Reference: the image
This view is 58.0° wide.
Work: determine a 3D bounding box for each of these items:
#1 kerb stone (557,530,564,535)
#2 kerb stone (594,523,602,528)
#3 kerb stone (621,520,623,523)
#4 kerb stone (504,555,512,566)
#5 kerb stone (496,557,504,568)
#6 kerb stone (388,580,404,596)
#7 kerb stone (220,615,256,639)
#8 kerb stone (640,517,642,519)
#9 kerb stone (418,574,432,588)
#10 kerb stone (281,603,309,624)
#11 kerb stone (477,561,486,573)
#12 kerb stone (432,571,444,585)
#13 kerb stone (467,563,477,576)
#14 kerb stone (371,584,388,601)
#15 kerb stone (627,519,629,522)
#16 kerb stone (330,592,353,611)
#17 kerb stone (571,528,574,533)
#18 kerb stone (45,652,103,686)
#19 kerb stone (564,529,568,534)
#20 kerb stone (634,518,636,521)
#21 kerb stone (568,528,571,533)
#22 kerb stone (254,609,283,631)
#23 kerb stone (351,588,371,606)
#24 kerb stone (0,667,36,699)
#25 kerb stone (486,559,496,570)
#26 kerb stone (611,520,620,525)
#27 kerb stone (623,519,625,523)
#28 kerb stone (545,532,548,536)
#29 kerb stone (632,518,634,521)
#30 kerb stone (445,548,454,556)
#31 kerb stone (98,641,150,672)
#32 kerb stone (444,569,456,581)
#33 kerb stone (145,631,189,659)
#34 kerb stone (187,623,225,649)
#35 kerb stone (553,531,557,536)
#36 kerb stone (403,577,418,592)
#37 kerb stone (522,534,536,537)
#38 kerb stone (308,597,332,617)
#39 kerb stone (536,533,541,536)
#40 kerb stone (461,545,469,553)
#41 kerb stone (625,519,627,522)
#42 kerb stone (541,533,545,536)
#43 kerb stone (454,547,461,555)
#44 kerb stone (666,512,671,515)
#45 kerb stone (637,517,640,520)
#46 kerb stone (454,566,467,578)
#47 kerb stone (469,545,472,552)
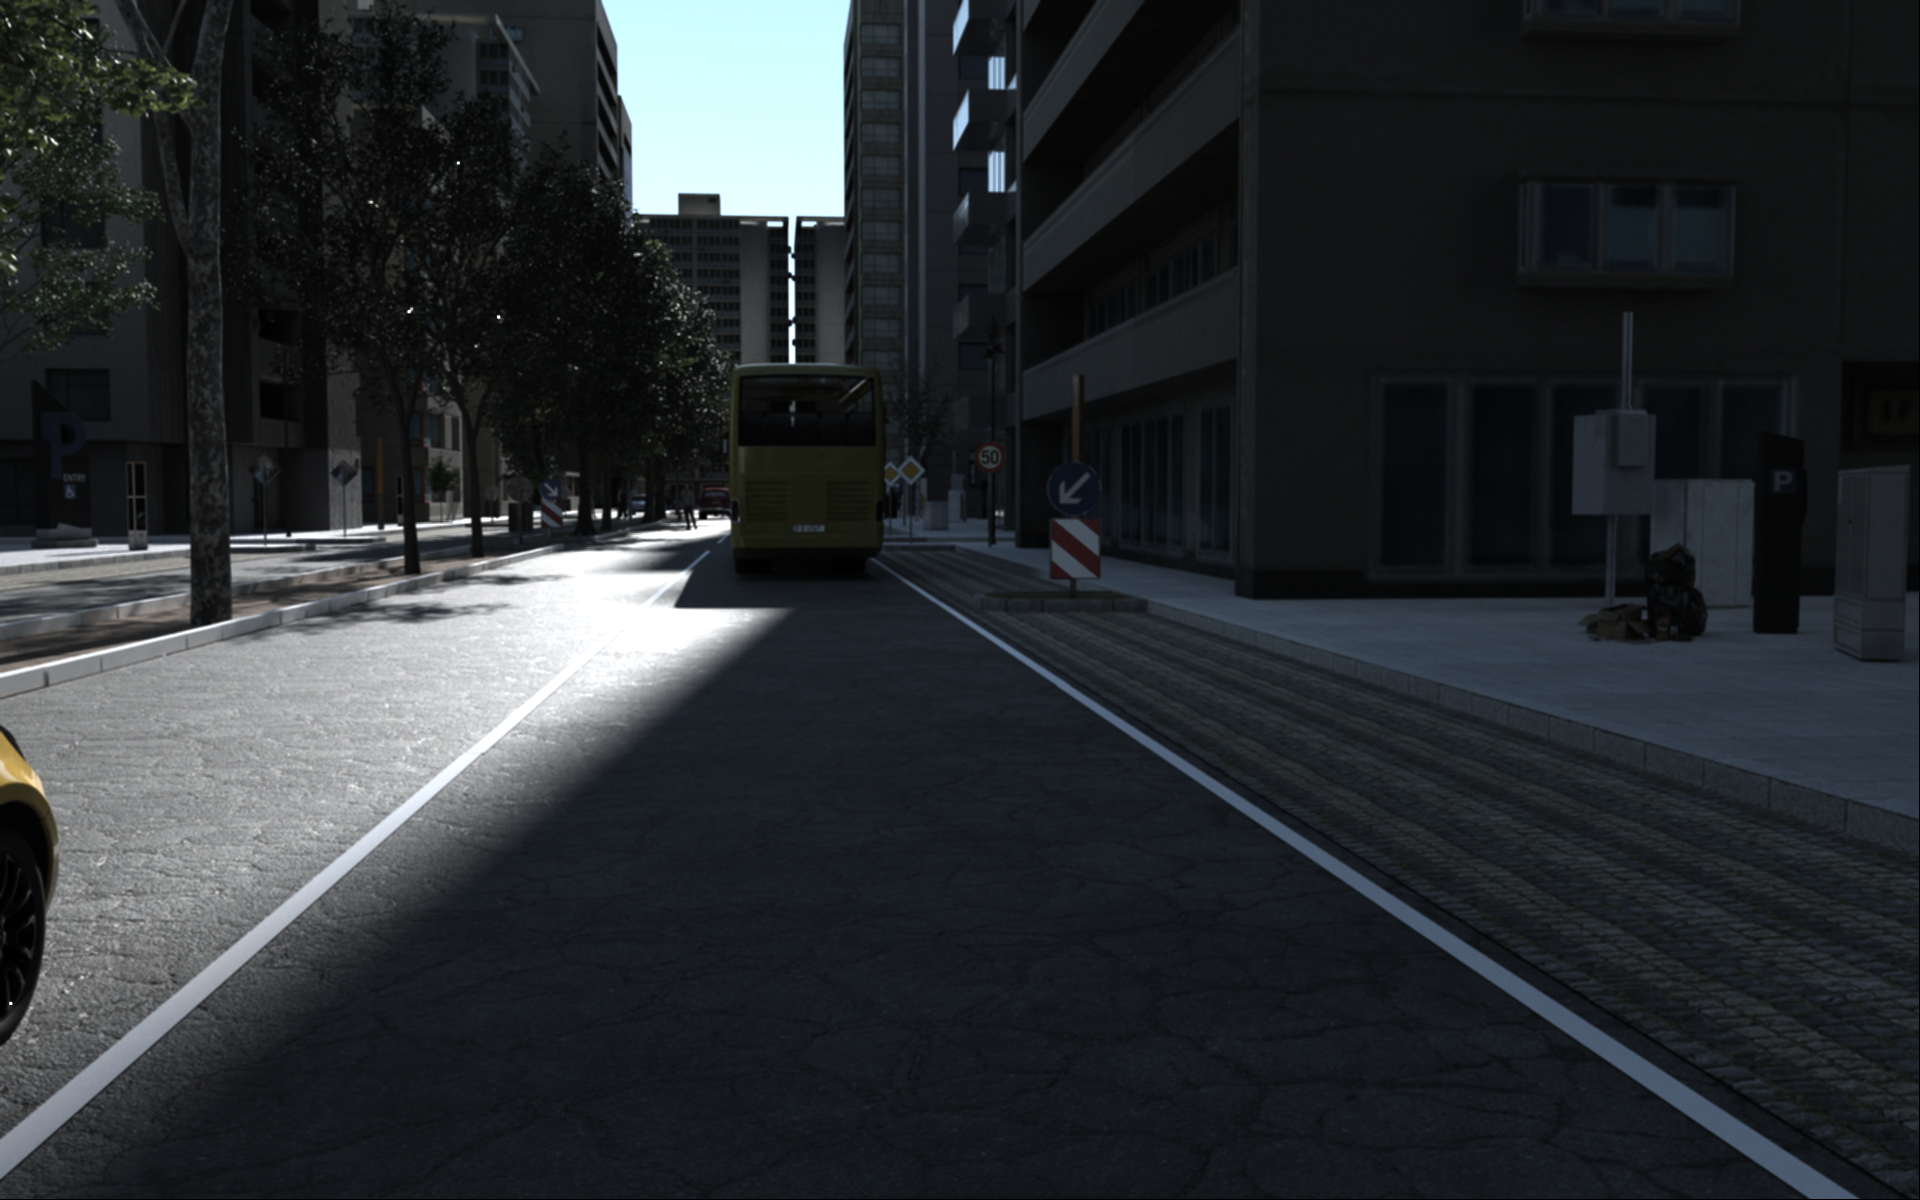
[{"bbox_3d":[-14.064,-2.351,60.626,0.120,0.150,1.000,0,4,-6],"label":"kerb stone"},{"bbox_3d":[-15.590,-3.220,74.890,0.120,0.150,1.000,0,4,-6],"label":"kerb stone"},{"bbox_3d":[-16.568,-3.783,84.064,0.120,0.150,1.000,0,4,-6],"label":"kerb stone"},{"bbox_3d":[-9.187,-0.768,34.771,0.120,0.150,1.000,0,4,-6],"label":"kerb stone"},{"bbox_3d":[-9.084,-0.707,33.754,0.120,0.150,1.000,0,4,-6],"label":"kerb stone"},{"bbox_3d":[-8.099,-0.147,24.604,0.120,0.150,1.000,0,4,-6],"label":"kerb stone"},{"bbox_3d":[-7.343,0.289,17.472,0.120,0.150,1.000,0,4,-6],"label":"kerb stone"},{"bbox_3d":[-17.760,-4.469,95.286,0.120,0.150,1.000,0,4,-6],"label":"kerb stone"},{"bbox_3d":[-8.321,-0.272,26.636,0.120,0.150,1.000,0,4,-6],"label":"kerb stone"},{"bbox_3d":[-7.561,0.164,19.507,0.120,0.150,1.000,0,4,-6],"label":"kerb stone"},{"bbox_3d":[-8.870,-0.581,31.721,0.120,0.150,1.000,0,4,-6],"label":"kerb stone"},{"bbox_3d":[-8.432,-0.334,27.656,0.120,0.150,1.000,0,4,-6],"label":"kerb stone"},{"bbox_3d":[-8.751,-0.520,30.706,0.120,0.150,1.000,0,4,-6],"label":"kerb stone"},{"bbox_3d":[-7.993,-0.085,23.587,0.120,0.150,1.000,0,4,-6],"label":"kerb stone"},{"bbox_3d":[-16.897,-3.966,87.123,0.120,0.150,1.000,0,4,-6],"label":"kerb stone"},{"bbox_3d":[-7.769,0.040,21.551,0.120,0.150,1.000,0,4,-6],"label":"kerb stone"},{"bbox_3d":[-14.389,-2.534,63.682,0.120,0.150,1.000,0,4,-6],"label":"kerb stone"},{"bbox_3d":[-6.905,0.541,13.400,0.120,0.150,1.000,0,4,-6],"label":"kerb stone"},{"bbox_3d":[-14.169,-2.410,61.643,0.120,0.150,1.000,0,4,-6],"label":"kerb stone"},{"bbox_3d":[-17.321,-4.221,91.210,0.120,0.150,1.000,0,4,-6],"label":"kerb stone"},{"bbox_3d":[-14.281,-2.475,62.665,0.120,0.150,1.000,0,4,-6],"label":"kerb stone"},{"bbox_3d":[-7.459,0.230,18.488,0.120,0.150,1.000,0,4,-6],"label":"kerb stone"},{"bbox_3d":[-7.889,-0.023,22.570,0.120,0.150,1.000,0,4,-6],"label":"kerb stone"},{"bbox_3d":[-6.802,0.602,12.368,0.120,0.150,1.000,0,4,-6],"label":"kerb stone"},{"bbox_3d":[-8.971,-0.645,32.738,0.120,0.150,1.000,0,4,-6],"label":"kerb stone"},{"bbox_3d":[-16.346,-3.655,82.019,0.120,0.150,1.000,0,4,-6],"label":"kerb stone"},{"bbox_3d":[-16.674,-3.846,85.080,0.120,0.150,1.000,0,4,-6],"label":"kerb stone"},{"bbox_3d":[-13.623,-2.101,56.549,0.120,0.150,1.000,0,4,-6],"label":"kerb stone"},{"bbox_3d":[-17.224,-4.153,90.189,0.120,0.150,1.000,0,4,-6],"label":"kerb stone"},{"bbox_3d":[-11.817,-1.066,39.678,0.120,0.150,1.000,0,4,-6],"label":"kerb stone"},{"bbox_3d":[-7.012,0.480,14.416,0.120,0.150,1.000,0,4,-6],"label":"kerb stone"},{"bbox_3d":[-8.543,-0.390,28.672,0.120,0.150,1.000,0,4,-6],"label":"kerb stone"},{"bbox_3d":[-7.127,0.418,15.432,0.120,0.150,1.000,0,4,-6],"label":"kerb stone"},{"bbox_3d":[-7.234,0.354,16.455,0.120,0.150,1.000,0,4,-6],"label":"kerb stone"},{"bbox_3d":[-13.846,-2.226,58.585,0.120,0.150,1.000,0,4,-6],"label":"kerb stone"},{"bbox_3d":[-8.218,-0.209,25.619,0.120,0.150,1.000,0,4,-6],"label":"kerb stone"},{"bbox_3d":[-13.305,-1.914,53.486,0.120,0.150,1.000,0,4,-6],"label":"kerb stone"},{"bbox_3d":[-7.666,0.104,20.533,0.120,0.150,1.000,0,4,-6],"label":"kerb stone"},{"bbox_3d":[-13.403,-1.974,54.509,0.120,0.150,1.000,0,4,-6],"label":"kerb stone"},{"bbox_3d":[-12.046,-1.194,41.724,0.120,0.150,1.000,0,4,-6],"label":"kerb stone"},{"bbox_3d":[-16.783,-3.909,86.107,0.120,0.150,1.000,0,4,-6],"label":"kerb stone"},{"bbox_3d":[-13.519,-2.037,55.525,0.120,0.150,1.000,0,4,-6],"label":"kerb stone"},{"bbox_3d":[-11.936,-1.132,40.708,0.120,0.150,1.000,0,4,-6],"label":"kerb stone"},{"bbox_3d":[-20.925,-6.277,124.832,0.120,0.150,1.000,0,4,-6],"label":"kerb stone"},{"bbox_3d":[-17.657,-4.408,94.267,0.120,0.150,1.000,0,4,-6],"label":"kerb stone"},{"bbox_3d":[-8.640,-0.457,29.690,0.120,0.150,1.000,0,4,-6],"label":"kerb stone"},{"bbox_3d":[-12.153,-1.257,42.741,0.120,0.150,1.000,0,4,-6],"label":"kerb stone"}]
